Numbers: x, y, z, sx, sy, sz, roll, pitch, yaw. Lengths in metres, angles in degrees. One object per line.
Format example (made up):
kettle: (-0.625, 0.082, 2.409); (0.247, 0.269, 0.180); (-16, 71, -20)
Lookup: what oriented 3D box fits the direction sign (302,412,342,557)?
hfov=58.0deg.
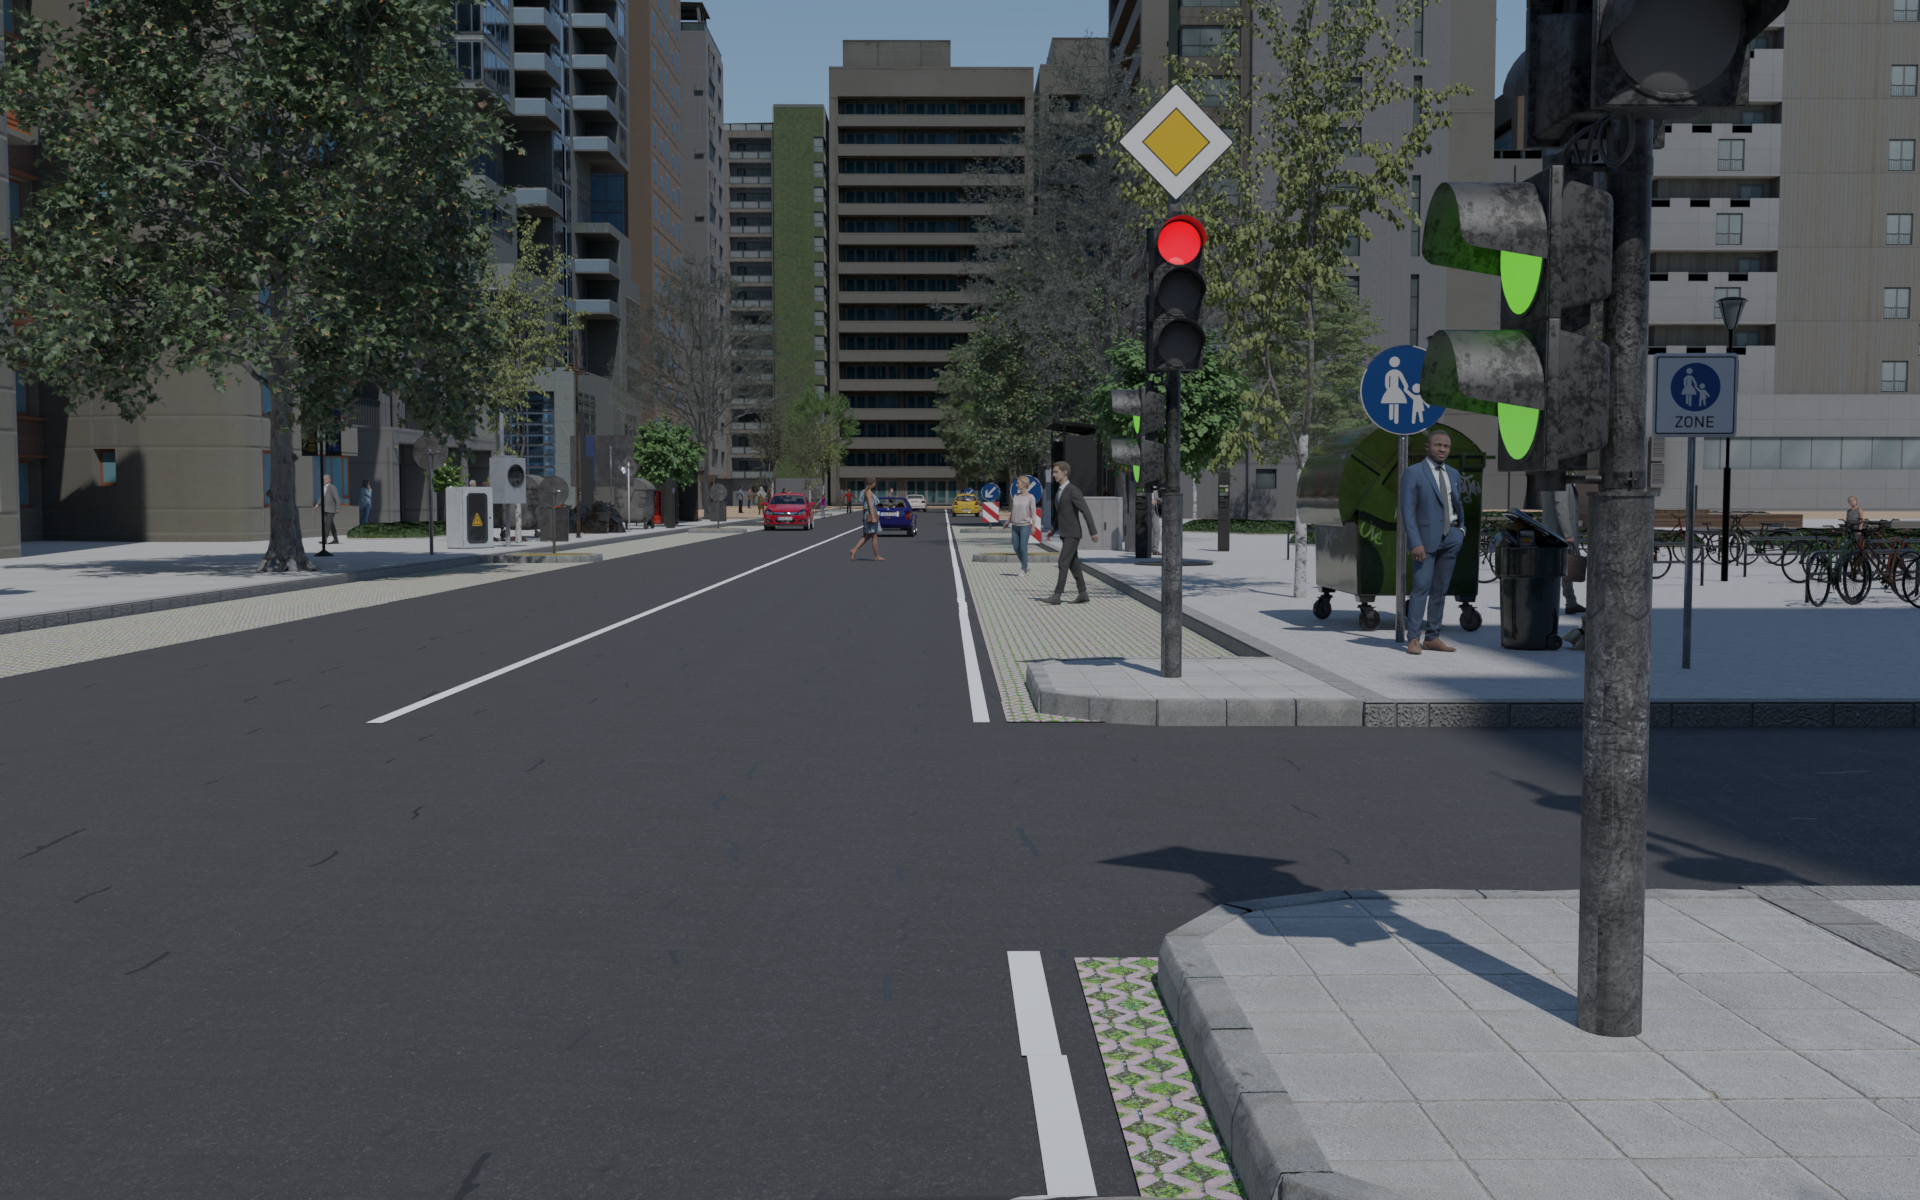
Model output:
direction sign: (-13.100, -2.665, 35.563); (0.876, 3.537, 0.379); (1, 4, 10)

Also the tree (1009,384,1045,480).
tree: (3.681, -9.270, 101.924); (4.360, 8.622, 3.978); (0, 3, 0)

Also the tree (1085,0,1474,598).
tree: (3.995, -4.337, 21.277); (4.737, 8.622, 4.395); (0, 3, 0)

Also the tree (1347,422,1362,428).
tree: (16.672, -5.332, 70.890); (4.285, 4.588, 4.351); (0, 3, 0)

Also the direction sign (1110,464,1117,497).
direction sign: (5.519, -4.248, 61.450); (0.379, 3.537, 0.876); (-1, 4, -22)

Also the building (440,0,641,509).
building: (-30.905, -48.215, 100.979); (22.319, 86.520, 31.000); (0, 4, -1)

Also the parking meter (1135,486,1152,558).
parking meter: (3.673, -1.769, 34.634); (0.255, 1.863, 0.399); (1, 4, 22)

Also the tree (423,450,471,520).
tree: (-19.096, -4.229, 63.749); (1.663, 3.219, 1.824); (0, 3, 0)

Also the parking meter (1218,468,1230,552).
parking meter: (5.899, -2.018, 38.705); (0.255, 1.863, 0.399); (1, 4, 11)

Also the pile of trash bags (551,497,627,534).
pile of trash bags: (-12.318, -2.830, 56.021); (1.912, 1.369, 3.447); (1, 4, 17)

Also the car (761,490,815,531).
car: (-6.826, -3.676, 69.148); (2.155, 1.783, 4.494); (0, 4, -2)

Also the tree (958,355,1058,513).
tree: (3.709, -11.932, 120.844); (9.928, 11.665, 9.643); (0, 3, 0)

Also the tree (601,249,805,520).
tree: (-12.799, -10.795, 86.863); (12.009, 13.543, 11.850); (0, 3, 0)

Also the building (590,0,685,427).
building: (-27.975, -29.034, 124.824); (14.600, 45.320, 14.200); (0, 4, -1)

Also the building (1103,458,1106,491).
building: (21.405, -50.495, 138.263); (22.319, 86.520, 31.000); (0, 4, -1)

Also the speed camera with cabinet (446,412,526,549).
speed camera with cabinet: (-11.248, -2.862, 41.137); (0.660, 3.252, 2.038); (2, 4, 32)

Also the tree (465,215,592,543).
tree: (-11.711, -5.771, 44.724); (4.737, 8.622, 4.395); (0, 3, 0)

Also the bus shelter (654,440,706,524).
bus shelter: (-12.542, -5.227, 76.752); (1.731, 3.624, 6.357); (0, 4, -1)

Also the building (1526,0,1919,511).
building: (61.359, -33.731, 140.738); (27.495, 52.752, 28.713); (0, 4, -1)

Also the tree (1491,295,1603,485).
tree: (17.430, -6.079, 49.749); (4.360, 8.622, 3.978); (0, 3, 0)

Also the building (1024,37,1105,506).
building: (18.569, -34.539, 188.408); (21.600, 48.544, 21.300); (0, 4, -1)

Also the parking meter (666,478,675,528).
parking meter: (-10.867, -3.627, 65.016); (0.255, 1.863, 0.399); (1, 4, 11)

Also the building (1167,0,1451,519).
building: (18.197, -19.827, 95.869); (14.160, 30.474, 14.107); (0, 4, -1)

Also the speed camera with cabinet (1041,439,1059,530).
speed camera with cabinet: (3.324, -4.225, 63.419); (0.660, 3.252, 2.038); (0, 4, -1)

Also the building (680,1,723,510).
building: (-27.405, -28.360, 147.280); (14.086, 41.232, 14.154); (0, 4, -1)

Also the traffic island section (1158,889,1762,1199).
traffic island section: (1.581, 1.108, 4.160); (2.009, 0.180, 2.903); (0, 4, -1)

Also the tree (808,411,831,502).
tree: (-13.384, -12.303, 151.508); (4.360, 8.622, 3.978); (0, 3, 0)

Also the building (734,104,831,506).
building: (-20.841, -30.673, 185.096); (14.086, 41.232, 14.154); (0, 4, -1)

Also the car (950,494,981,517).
car: (0.353, -6.091, 109.805); (2.015, 1.641, 3.980); (0, 4, -1)

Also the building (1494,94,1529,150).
building: (64.163, -32.739, 185.389); (14.200, 45.320, 14.600); (0, 4, -1)

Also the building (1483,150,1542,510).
building: (40.492, -23.023, 148.126); (14.107, 30.474, 14.160); (0, 4, -1)

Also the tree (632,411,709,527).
tree: (-11.623, -5.179, 68.391); (4.285, 4.588, 4.351); (0, 3, 0)

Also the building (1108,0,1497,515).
building: (21.282, -29.937, 113.169); (21.300, 48.544, 21.600); (0, 4, -1)

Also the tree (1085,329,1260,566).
tree: (3.888, -2.918, 31.421); (4.285, 4.588, 4.351); (0, 3, 0)

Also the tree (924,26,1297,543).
tree: (4.237, -8.298, 46.037); (12.009, 13.543, 11.850); (0, 3, 0)

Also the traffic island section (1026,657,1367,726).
traffic island section: (1.502, 0.620, 12.145); (2.009, 0.180, 2.903); (0, 4, -1)

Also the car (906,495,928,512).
car: (-3.618, -7.832, 140.418); (2.083, 1.381, 4.827); (0, 4, 0)

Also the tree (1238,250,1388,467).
tree: (16.257, -9.933, 80.527); (7.486, 12.596, 7.792); (0, 3, 0)

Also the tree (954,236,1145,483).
tree: (3.956, -9.703, 75.652); (9.611, 12.733, 9.660); (0, 3, 0)

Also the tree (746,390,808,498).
tree: (-12.906, -10.314, 118.991); (4.360, 8.622, 3.978); (0, 3, 0)

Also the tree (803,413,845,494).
tree: (-12.425, -12.634, 156.925); (4.737, 8.622, 4.395); (0, 3, 0)

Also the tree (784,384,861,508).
tree: (-13.081, -14.590, 164.298); (9.928, 11.665, 9.643); (0, 3, 0)

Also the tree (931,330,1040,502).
tree: (2.428, -13.753, 131.511); (9.857, 13.997, 8.962); (0, 3, 0)

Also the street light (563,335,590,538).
street light: (-11.165, -4.755, 50.530); (0.468, 5.910, 1.993); (0, 4, -1)

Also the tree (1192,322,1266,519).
tree: (8.923, -6.988, 64.624); (4.360, 8.622, 3.978); (0, 3, 0)

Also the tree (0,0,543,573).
tree: (-11.288, -6.815, 28.432); (9.611, 12.733, 9.660); (0, 3, 0)

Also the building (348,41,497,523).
building: (-30.976, -38.713, 71.203); (20.563, 71.187, 20.611); (0, 4, -1)

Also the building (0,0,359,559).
building: (-32.828, -11.925, 40.006); (27.650, 21.520, 28.899); (0, 4, -1)

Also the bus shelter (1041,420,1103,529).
bus shelter: (3.745, -4.085, 58.076); (1.731, 3.624, 6.357); (0, 4, -1)

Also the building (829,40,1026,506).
building: (-3.041, -34.595, 189.333); (21.600, 48.544, 21.300); (0, 4, -1)

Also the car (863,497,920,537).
car: (-2.363, -2.850, 59.171); (1.945, 1.354, 3.894); (0, 4, 0)
